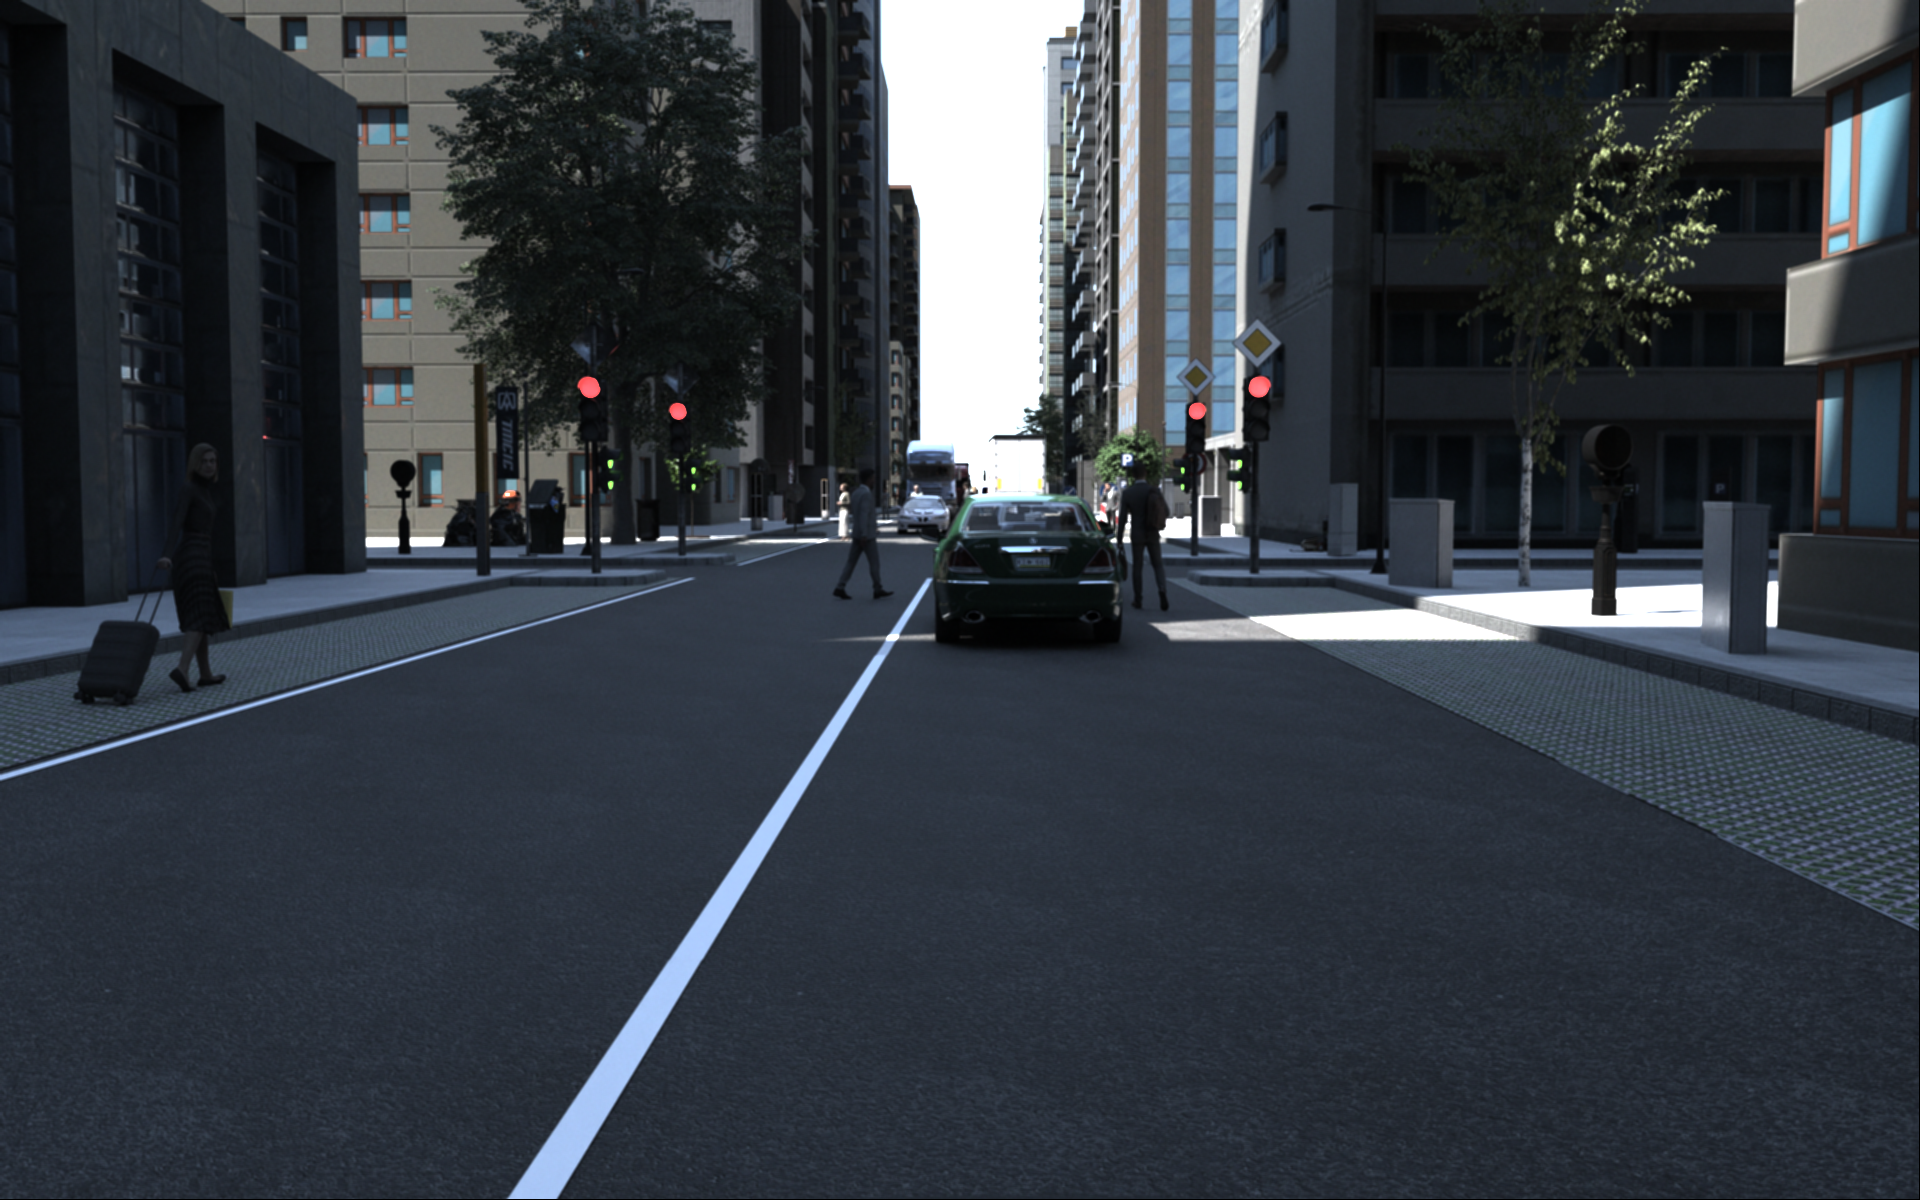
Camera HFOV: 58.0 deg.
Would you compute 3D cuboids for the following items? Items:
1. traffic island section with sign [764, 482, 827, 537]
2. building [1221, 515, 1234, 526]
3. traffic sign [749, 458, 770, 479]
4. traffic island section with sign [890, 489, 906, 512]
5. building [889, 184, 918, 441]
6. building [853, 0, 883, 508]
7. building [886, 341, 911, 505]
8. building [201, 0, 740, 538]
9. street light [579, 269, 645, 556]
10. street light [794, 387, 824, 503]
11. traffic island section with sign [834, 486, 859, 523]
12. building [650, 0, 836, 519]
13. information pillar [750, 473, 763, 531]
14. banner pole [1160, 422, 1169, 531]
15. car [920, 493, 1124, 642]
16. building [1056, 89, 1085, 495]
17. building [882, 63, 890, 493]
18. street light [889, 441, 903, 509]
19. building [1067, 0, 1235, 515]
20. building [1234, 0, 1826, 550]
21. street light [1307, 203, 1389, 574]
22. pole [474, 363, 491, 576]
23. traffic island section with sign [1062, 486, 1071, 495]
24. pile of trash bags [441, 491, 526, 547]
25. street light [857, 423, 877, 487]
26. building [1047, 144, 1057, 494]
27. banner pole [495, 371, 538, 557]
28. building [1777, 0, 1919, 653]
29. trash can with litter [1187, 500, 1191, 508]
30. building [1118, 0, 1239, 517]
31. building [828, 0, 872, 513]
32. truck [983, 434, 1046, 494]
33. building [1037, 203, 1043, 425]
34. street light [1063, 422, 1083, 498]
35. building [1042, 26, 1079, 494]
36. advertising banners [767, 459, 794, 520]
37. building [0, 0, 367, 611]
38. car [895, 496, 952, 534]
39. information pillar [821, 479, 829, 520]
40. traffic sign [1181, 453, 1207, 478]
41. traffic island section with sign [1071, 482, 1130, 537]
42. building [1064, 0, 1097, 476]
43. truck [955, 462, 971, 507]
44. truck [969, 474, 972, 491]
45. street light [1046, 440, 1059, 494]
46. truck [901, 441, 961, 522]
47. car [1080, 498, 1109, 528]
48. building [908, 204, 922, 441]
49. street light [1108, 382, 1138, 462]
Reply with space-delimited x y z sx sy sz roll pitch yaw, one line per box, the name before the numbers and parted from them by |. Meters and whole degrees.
traffic island section with sign | -5.513 -3.032 58.206 1.989 1.847 2.006 0 4 1
building | 21.009 -38.408 66.222 20.563 71.187 20.611 0 4 1
traffic sign | -7.138 -3.761 61.606 0.768 2.556 0.104 1 4 11
traffic island section with sign | -4.434 -7.767 135.622 1.989 1.847 2.006 0 4 1
building | -17.167 -35.713 238.539 22.147 44.769 28.867 0 4 1
building | -18.188 -37.394 153.390 21.231 58.520 28.212 0 4 1
building | -20.439 -22.350 210.462 27.650 21.520 28.899 0 4 1
building | -24.103 -13.424 64.524 27.650 21.520 28.899 0 4 1
street light | -7.196 -3.873 35.858 1.470 5.913 1.316 0 4 1
street light | -6.605 -6.277 75.165 1.470 5.913 1.316 0 4 1
traffic island section with sign | -5.129 -4.681 85.159 1.989 1.847 2.006 0 4 1
building | -14.459 -19.759 94.762 14.160 30.474 14.107 0 4 1
information pillar | -7.154 -3.451 60.916 0.304 2.012 0.304 -3 5 -41
banner pole | 7.077 -4.298 60.283 0.401 3.779 0.863 0 4 4
car | 0.637 -0.391 18.197 2.131 1.459 4.920 0 4 -1
building | 17.568 -30.246 178.110 14.154 41.232 14.086 0 4 1
building | -14.411 -32.098 174.909 14.600 45.320 14.200 0 4 1
street light | -5.662 -10.990 152.226 1.470 5.913 1.316 0 4 1
building | 18.846 -42.245 128.963 20.563 71.187 20.611 0 4 1
building | 19.059 -25.981 48.487 21.600 48.544 21.300 0 4 1
street light | 6.240 -3.380 27.798 1.470 5.913 1.316 0 4 1
pole | -7.495 -2.038 27.161 0.158 3.312 0.155 0 3 0
traffic island section with sign | 5.244 -4.702 85.507 1.989 1.847 2.006 0 4 1
pile of trash bags | -11.691 -2.067 43.541 1.912 1.369 3.447 0 4 2
street light | -6.145 -8.614 113.372 1.470 5.913 1.316 0 4 1
building | 17.284 -31.895 205.084 14.154 41.232 14.086 0 4 1
banner pole | -9.105 -2.781 35.487 0.863 3.779 0.401 0 4 3
building | 21.424 -9.556 1.279 27.650 21.520 28.899 0 4 1
trash can with litter | 11.118 -4.251 80.884 0.624 1.170 1.055 3 4 36
building | 16.869 -27.649 102.177 14.600 45.320 14.200 0 4 1
building | -17.903 -28.778 125.151 22.147 44.769 28.867 0 4 1
truck | 2.690 -5.966 86.462 2.839 4.237 11.283 0 4 -1
building | 22.621 -36.697 254.617 22.147 44.769 28.867 0 4 1
street light | 7.306 -8.465 110.936 1.470 5.913 1.316 0 4 1
building | 21.231 -41.811 225.613 21.231 58.520 28.212 0 4 1
advertising banners | -8.867 -5.488 85.910 0.090 3.025 2.074 2 4 35
building | -25.471 -42.962 15.095 31.000 86.520 22.319 0 4 1
car | -1.314 -3.121 63.395 2.083 1.381 4.827 0 3 0
information pillar | -6.755 -5.044 86.965 0.304 2.012 0.304 1 4 20
traffic sign | 6.752 -3.057 50.084 0.768 2.556 0.104 0 4 2
traffic island section with sign | 4.872 -3.054 58.554 1.989 1.847 2.006 0 4 1
building | 21.641 -32.751 155.088 23.786 49.044 30.456 0 4 1
truck | -0.392 -10.195 155.608 2.839 4.237 11.283 0 4 0
truck | 0.325 -15.847 248.005 2.839 4.237 11.283 0 4 0
street light | 7.862 -10.745 148.221 1.470 5.913 1.316 0 4 1
truck | -1.479 -6.363 93.799 2.967 4.110 18.799 0 4 0
car | 1.163 -0.779 24.741 2.014 1.417 4.499 0 4 0
building | -12.949 -37.300 259.959 14.600 45.320 14.200 0 4 1
street light | 6.838 -6.088 72.082 1.470 5.913 1.316 0 4 1
